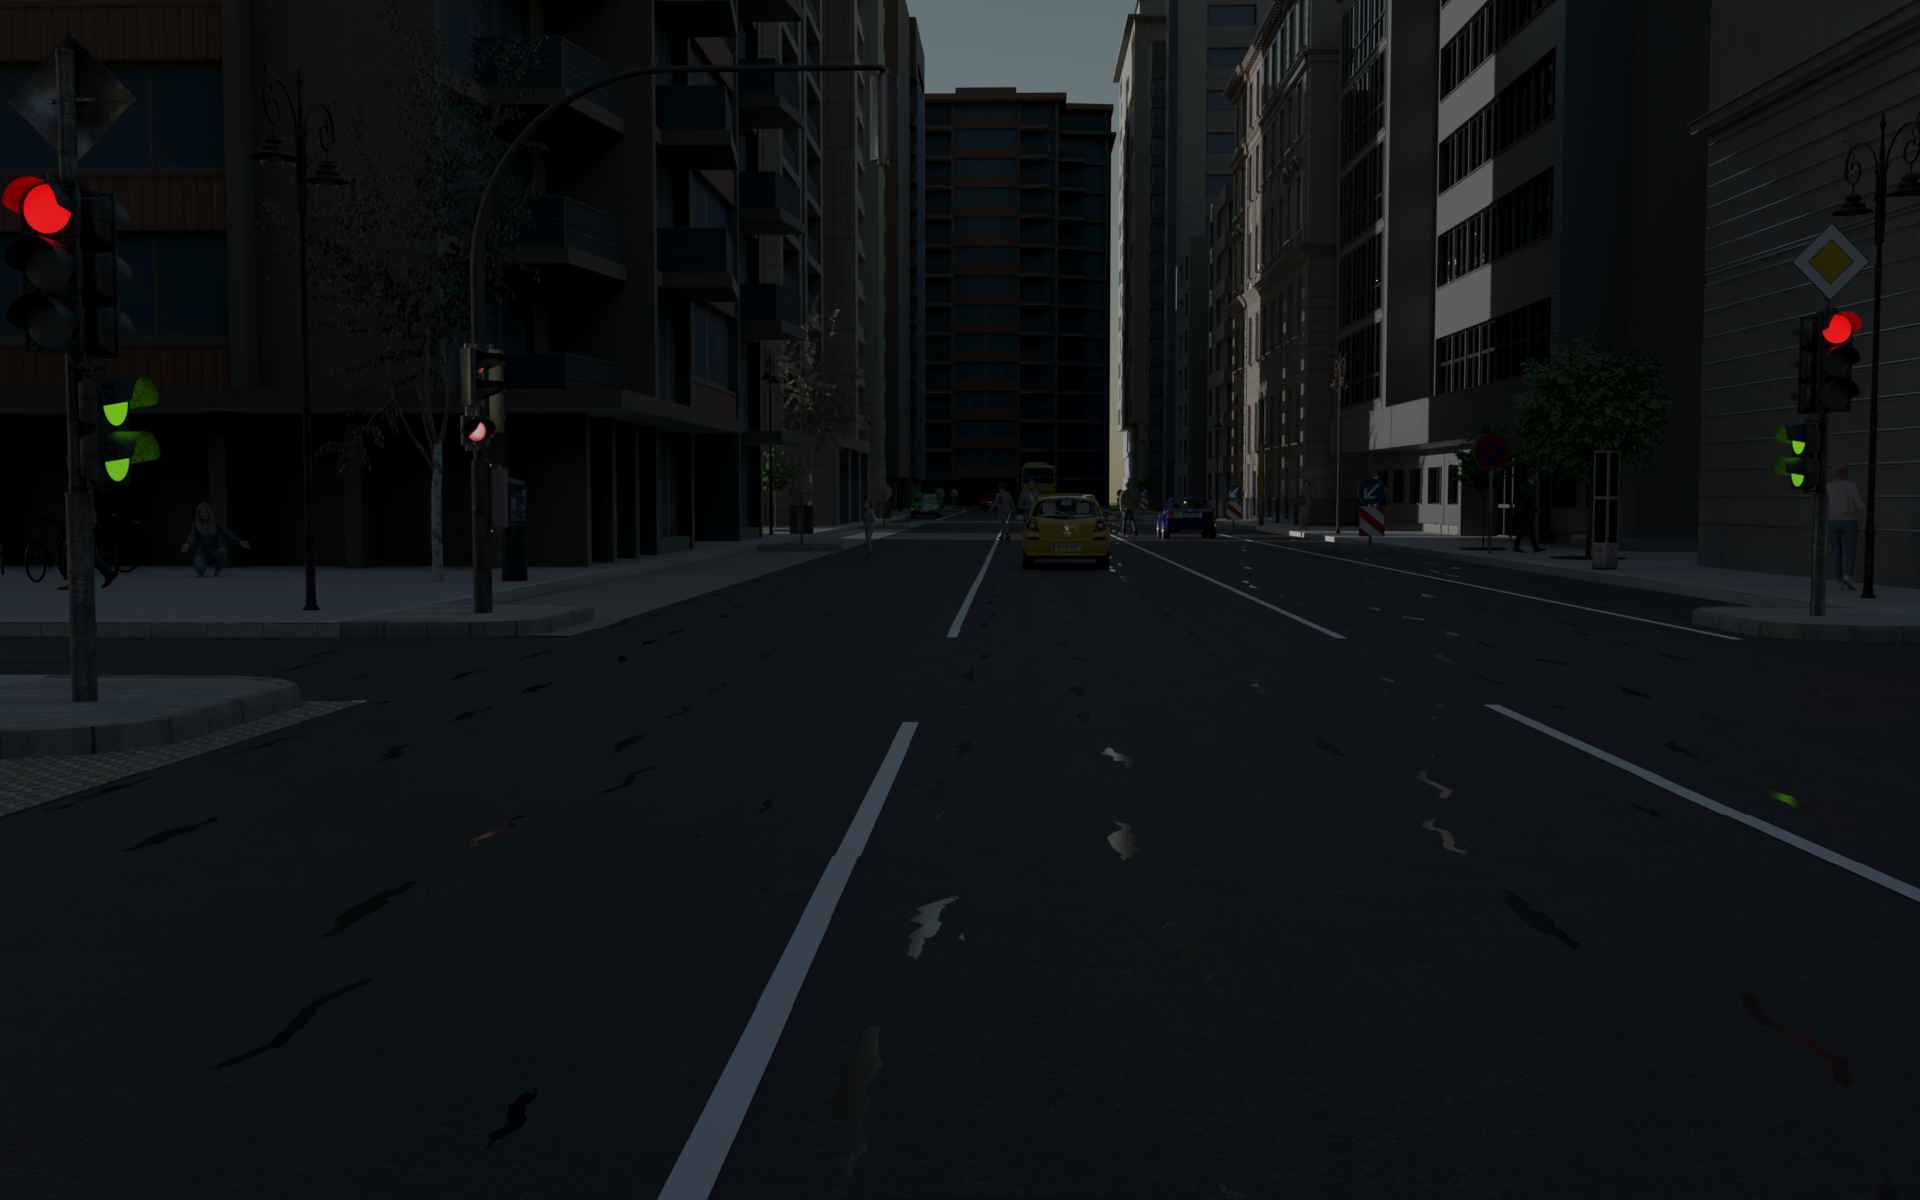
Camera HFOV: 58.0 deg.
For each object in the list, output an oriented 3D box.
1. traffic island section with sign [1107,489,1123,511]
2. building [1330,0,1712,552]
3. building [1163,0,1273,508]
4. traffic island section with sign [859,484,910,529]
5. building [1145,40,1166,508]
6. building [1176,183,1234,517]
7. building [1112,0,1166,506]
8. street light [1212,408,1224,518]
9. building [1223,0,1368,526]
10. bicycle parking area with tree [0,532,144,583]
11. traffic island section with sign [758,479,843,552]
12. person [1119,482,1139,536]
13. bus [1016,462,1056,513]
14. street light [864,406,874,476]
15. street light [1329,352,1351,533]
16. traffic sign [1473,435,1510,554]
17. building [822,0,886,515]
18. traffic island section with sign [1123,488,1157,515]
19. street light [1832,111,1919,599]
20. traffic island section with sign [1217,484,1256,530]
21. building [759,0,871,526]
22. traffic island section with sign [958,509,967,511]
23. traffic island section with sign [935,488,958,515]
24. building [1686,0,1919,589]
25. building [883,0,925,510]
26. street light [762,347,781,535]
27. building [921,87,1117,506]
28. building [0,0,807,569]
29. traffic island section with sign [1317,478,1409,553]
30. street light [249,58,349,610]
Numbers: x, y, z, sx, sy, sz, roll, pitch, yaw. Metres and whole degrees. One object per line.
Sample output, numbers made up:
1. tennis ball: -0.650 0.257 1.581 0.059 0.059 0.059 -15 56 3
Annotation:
1. traffic island section with sign: 13.499 -8.476 147.204 1.989 1.847 2.006 0 4 2
2. building: 20.971 -14.268 52.350 14.314 24.678 30.058 0 4 2
3. building: 26.940 -36.455 138.043 21.231 58.520 28.212 0 4 2
4. traffic island section with sign: -3.053 -3.797 70.715 1.989 1.847 2.006 0 4 2
5. building: 24.140 -29.135 159.950 14.154 41.232 14.086 0 4 2
6. building: 29.059 -16.241 110.581 27.650 21.520 28.899 0 4 2
7. building: 31.192 -36.789 190.738 27.495 52.752 28.713 0 4 2
8. street light: 13.618 -7.269 91.636 0.468 5.910 1.993 0 4 2
9. building: 19.744 -17.295 80.044 12.463 27.353 25.104 0 4 2
10. bicycle parking area with tree: -16.714 -2.287 24.389 8.231 4.147 9.016 1 4 10
11. traffic island section with sign: -3.990 -2.150 43.776 1.989 1.847 2.006 0 4 2
12. person: 5.796 -3.104 59.164 0.656 1.842 0.836 -2 4 -34
13. bus: 5.892 -8.694 133.685 2.896 3.916 12.252 0 4 1
14. street light: -4.682 -7.142 89.556 0.468 5.910 1.993 0 4 2
15. street light: 12.362 -5.118 56.464 0.468 5.910 1.993 0 4 2
16. traffic sign: 11.385 -2.267 37.164 0.768 2.556 0.104 0 4 5
17. building: -11.917 -25.548 101.306 14.154 41.232 14.086 0 4 2
18. traffic island section with sign: 12.559 -6.808 119.942 1.989 1.847 2.006 0 4 2
19. street light: 11.189 -2.959 21.166 0.468 5.910 1.993 0 4 2
20. traffic island section with sign: 10.832 -3.740 69.771 1.989 1.847 2.006 0 4 2
21. building: -14.698 -39.074 77.109 20.563 71.187 20.611 0 4 2
22. traffic island section with sign: -0.400 -8.527 148.044 1.989 1.847 2.006 0 4 2
23. traffic island section with sign: -1.346 -6.838 120.428 1.989 1.847 2.006 0 4 2
24. building: 24.494 -11.144 24.009 24.055 21.916 13.314 0 4 2
25. building: -10.736 -31.277 161.496 14.200 45.320 14.600 0 4 2
26. street light: -5.947 -4.991 54.385 0.468 5.910 1.993 0 4 2
27. building: 2.168 -32.713 189.479 28.867 44.769 22.147 0 4 2
28. building: -15.739 -23.692 41.990 22.147 44.769 28.867 0 4 2
29. traffic island section with sign: 9.911 -2.092 42.831 1.989 1.847 2.006 0 4 2
30. street light: -7.180 -2.826 18.986 0.468 5.910 1.993 0 4 2
